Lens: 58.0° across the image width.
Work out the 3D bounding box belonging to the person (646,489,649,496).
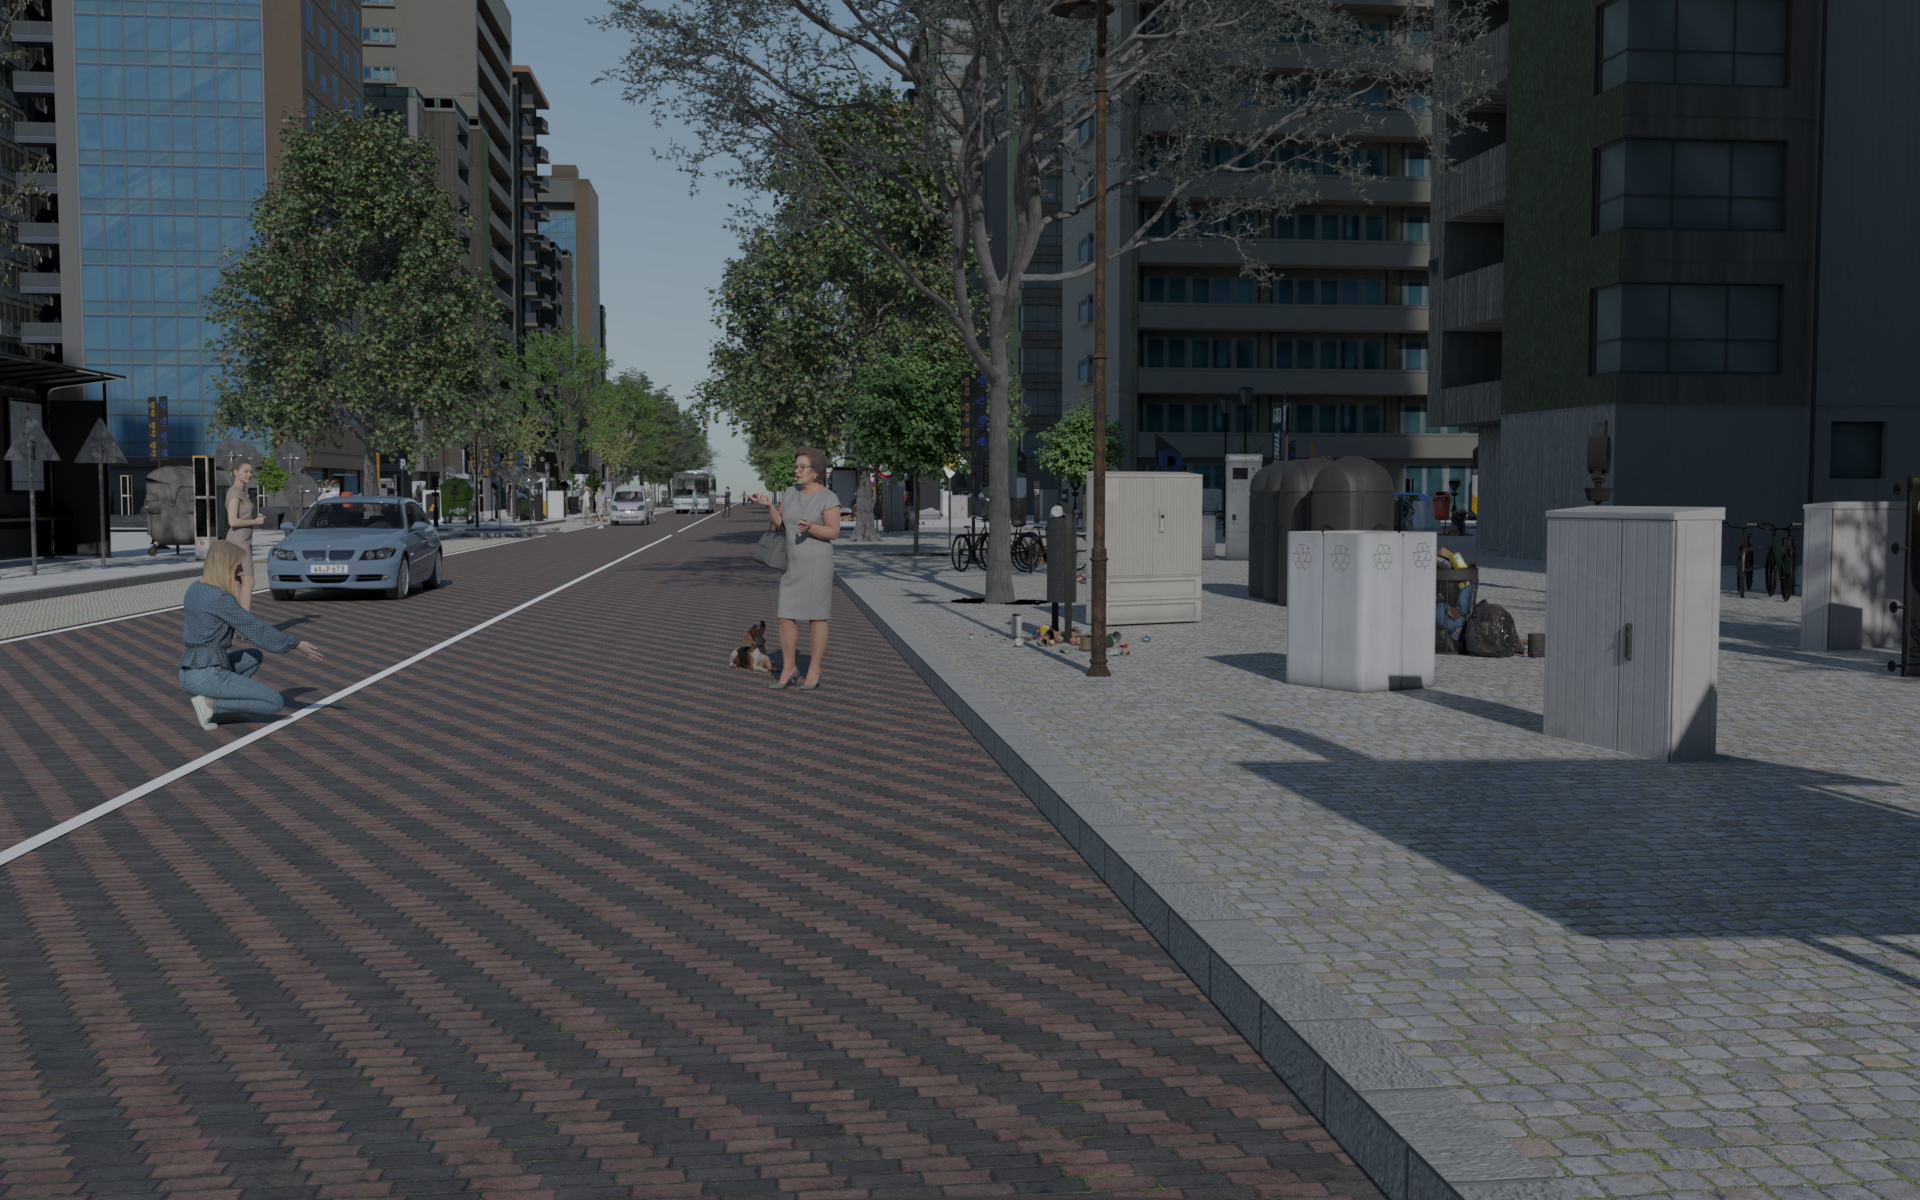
[{"bbox_3d":[-22.170,-7.005,123.207,0.728,1.800,0.709,3,4,38],"label":"person"}]

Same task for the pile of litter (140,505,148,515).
[{"bbox_3d":[-31.424,-3.234,66.845,1.719,0.858,1.176,0,4,3],"label":"pile of litter"}]

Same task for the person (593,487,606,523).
[{"bbox_3d":[-18.033,-4.747,86.599,0.515,1.767,0.782,-2,4,-33],"label":"person"}]

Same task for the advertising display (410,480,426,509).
[{"bbox_3d":[-24.943,-4.559,79.751,0.123,1.923,0.974,2,4,25],"label":"advertising display"}]

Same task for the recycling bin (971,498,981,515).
[{"bbox_3d":[0.803,-5.614,104.349,0.722,1.027,0.722,3,4,38],"label":"recycling bin"}]

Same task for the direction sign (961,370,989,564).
[{"bbox_3d":[0.247,-2.433,31.769,0.379,3.537,0.876,-2,4,-30],"label":"direction sign"}]

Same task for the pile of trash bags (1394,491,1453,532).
[{"bbox_3d":[14.284,-2.831,56.041,3.447,1.369,1.912,3,5,40],"label":"pile of trash bags"}]

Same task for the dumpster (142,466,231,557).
[{"bbox_3d":[-16.185,-1.866,36.274,1.264,1.857,1.865,0,4,-7],"label":"dumpster"}]

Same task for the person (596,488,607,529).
[{"bbox_3d":[-14.959,-3.833,72.177,0.522,1.701,0.512,-3,4,-39],"label":"person"}]

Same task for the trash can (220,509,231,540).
[{"bbox_3d":[-17.261,-1.796,41.024,0.748,1.137,0.748,0,3,0],"label":"trash can"}]

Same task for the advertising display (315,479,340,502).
[{"bbox_3d":[-26.699,-4.157,73.175,0.974,1.923,0.123,-2,4,-29],"label":"advertising display"}]

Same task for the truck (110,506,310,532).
[{"bbox_3d":[-29.792,-4.346,60.823,18.799,4.110,2.967,0,4,-5],"label":"truck"}]

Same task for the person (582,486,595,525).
[{"bbox_3d":[-17.177,-4.357,79.967,0.641,1.798,0.478,0,4,7],"label":"person"}]

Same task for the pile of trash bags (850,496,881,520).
[{"bbox_3d":[-4.594,-4.727,87.032,1.912,1.369,3.447,-1,4,-19],"label":"pile of trash bags"}]

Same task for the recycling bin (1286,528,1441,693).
[{"bbox_3d":[2.684,0.058,11.602,0.722,1.027,0.722,-2,4,-33],"label":"recycling bin"}]

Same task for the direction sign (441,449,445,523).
[{"bbox_3d":[-22.535,-5.118,75.681,0.379,3.537,0.876,-1,4,-18],"label":"direction sign"}]

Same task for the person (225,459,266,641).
[{"bbox_3d":[-7.048,-0.505,17.096,0.374,1.781,0.599,-1,4,-18],"label":"person"}]

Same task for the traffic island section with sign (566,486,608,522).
[{"bbox_3d":[-19.059,-4.887,88.536,1.989,1.847,2.006,0,4,-7],"label":"traffic island section with sign"}]

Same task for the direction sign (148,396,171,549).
[{"bbox_3d":[-18.609,-2.952,40.268,0.876,3.537,0.379,3,4,39],"label":"direction sign"}]

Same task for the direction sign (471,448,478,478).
[{"bbox_3d":[-23.519,-5.673,84.758,0.379,3.537,0.876,3,5,44],"label":"direction sign"}]

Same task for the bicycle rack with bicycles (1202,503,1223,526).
[{"bbox_3d":[11.003,-3.459,69.935,2.925,0.926,2.852,2,4,27],"label":"bicycle rack with bicycles"}]

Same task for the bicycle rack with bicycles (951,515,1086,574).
[{"bbox_3d":[1.022,-0.959,29.058,2.925,0.926,2.852,-3,5,-39],"label":"bicycle rack with bicycles"}]

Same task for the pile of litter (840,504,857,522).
[{"bbox_3d":[-5.135,-4.113,81.213,1.176,0.858,1.719,1,4,22],"label":"pile of litter"}]

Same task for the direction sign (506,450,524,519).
[{"bbox_3d":[-22.639,-5.879,88.112,0.876,3.537,0.379,-2,4,-23],"label":"direction sign"}]

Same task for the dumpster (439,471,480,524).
[{"bbox_3d":[-21.462,-4.383,74.156,1.502,2.255,1.985,0,4,-6],"label":"dumpster"}]

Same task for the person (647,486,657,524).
[{"bbox_3d":[-15.019,-4.607,83.922,0.767,1.812,0.694,-2,4,-29],"label":"person"}]

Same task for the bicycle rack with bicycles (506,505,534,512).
[{"bbox_3d":[-28.534,-6.120,113.439,2.852,0.926,2.925,3,4,37],"label":"bicycle rack with bicycles"}]

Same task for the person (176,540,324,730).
[{"bbox_3d":[-4.545,0.193,10.840,0.738,1.151,1.012,-3,5,-42],"label":"person"}]

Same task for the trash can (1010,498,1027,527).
[{"bbox_3d":[2.292,-3.428,67.700,0.748,1.137,0.748,0,3,0],"label":"trash can"}]

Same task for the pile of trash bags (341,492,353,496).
[{"bbox_3d":[-25.099,-3.842,72.577,1.912,1.369,3.447,0,4,2],"label":"pile of trash bags"}]

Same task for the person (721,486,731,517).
[{"bbox_3d":[-14.487,-6.090,107.436,0.648,1.900,0.474,3,5,45],"label":"person"}]

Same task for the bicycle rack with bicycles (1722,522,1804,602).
[{"bbox_3d":[10.669,-0.495,21.478,2.852,0.926,2.925,3,4,36],"label":"bicycle rack with bicycles"}]

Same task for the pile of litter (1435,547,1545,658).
[{"bbox_3d":[4.081,-0.012,14.158,1.176,0.858,1.719,-2,4,-35],"label":"pile of litter"}]

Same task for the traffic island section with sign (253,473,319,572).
[{"bbox_3d":[-12.502,-1.469,32.644,1.989,1.847,2.006,0,4,-7],"label":"traffic island section with sign"}]

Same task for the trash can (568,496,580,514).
[{"bbox_3d":[-24.345,-5.961,109.114,0.748,1.137,0.748,0,3,0],"label":"trash can"}]

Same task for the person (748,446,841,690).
[{"bbox_3d":[-1.242,-0.233,12.665,0.716,1.782,0.532,2,4,29],"label":"person"}]

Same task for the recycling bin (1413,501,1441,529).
[{"bbox_3d":[16.697,-3.020,61.926,0.722,1.027,0.722,-1,4,-19],"label":"recycling bin"}]

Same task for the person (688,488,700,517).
[{"bbox_3d":[-16.928,-6.225,110.148,0.748,1.841,0.638,0,4,7],"label":"person"}]

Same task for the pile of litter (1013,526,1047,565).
[{"bbox_3d":[1.548,-1.115,32.194,1.176,0.858,1.719,1,4,19],"label":"pile of litter"}]

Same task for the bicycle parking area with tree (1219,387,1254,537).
[{"bbox_3d":[7.628,-3.797,49.089,9.016,4.147,8.231,1,4,16],"label":"bicycle parking area with tree"}]

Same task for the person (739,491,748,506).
[{"bbox_3d":[-26.255,-12.360,210.596,1.348,1.823,0.705,2,4,24],"label":"person"}]

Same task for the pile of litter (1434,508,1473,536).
[{"bbox_3d":[15.217,-2.419,53.514,1.176,0.858,1.719,0,4,5],"label":"pile of litter"}]

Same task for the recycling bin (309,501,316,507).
[{"bbox_3d":[-33.051,-4.596,87.697,0.722,1.027,0.722,-3,5,-41],"label":"recycling bin"}]

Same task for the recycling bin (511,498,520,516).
[{"bbox_3d":[-26.250,-5.530,102.972,0.722,1.027,0.722,2,4,25],"label":"recycling bin"}]

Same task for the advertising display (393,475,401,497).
[{"bbox_3d":[-18.723,-3.206,57.624,0.123,1.923,0.974,-2,4,-24],"label":"advertising display"}]

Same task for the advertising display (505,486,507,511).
[{"bbox_3d":[-31.824,-7.173,122.487,0.123,1.923,0.974,2,4,26],"label":"advertising display"}]

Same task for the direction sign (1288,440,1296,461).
[{"bbox_3d":[13.855,-4.948,72.891,0.379,3.537,0.876,3,5,44],"label":"direction sign"}]

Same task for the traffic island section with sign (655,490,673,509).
[{"bbox_3d":[-28.025,-9.552,164.802,1.989,1.847,2.006,0,4,-7],"label":"traffic island section with sign"}]

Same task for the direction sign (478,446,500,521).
[{"bbox_3d":[-22.239,-5.517,82.202,0.876,3.537,0.379,-2,4,-34],"label":"direction sign"}]
